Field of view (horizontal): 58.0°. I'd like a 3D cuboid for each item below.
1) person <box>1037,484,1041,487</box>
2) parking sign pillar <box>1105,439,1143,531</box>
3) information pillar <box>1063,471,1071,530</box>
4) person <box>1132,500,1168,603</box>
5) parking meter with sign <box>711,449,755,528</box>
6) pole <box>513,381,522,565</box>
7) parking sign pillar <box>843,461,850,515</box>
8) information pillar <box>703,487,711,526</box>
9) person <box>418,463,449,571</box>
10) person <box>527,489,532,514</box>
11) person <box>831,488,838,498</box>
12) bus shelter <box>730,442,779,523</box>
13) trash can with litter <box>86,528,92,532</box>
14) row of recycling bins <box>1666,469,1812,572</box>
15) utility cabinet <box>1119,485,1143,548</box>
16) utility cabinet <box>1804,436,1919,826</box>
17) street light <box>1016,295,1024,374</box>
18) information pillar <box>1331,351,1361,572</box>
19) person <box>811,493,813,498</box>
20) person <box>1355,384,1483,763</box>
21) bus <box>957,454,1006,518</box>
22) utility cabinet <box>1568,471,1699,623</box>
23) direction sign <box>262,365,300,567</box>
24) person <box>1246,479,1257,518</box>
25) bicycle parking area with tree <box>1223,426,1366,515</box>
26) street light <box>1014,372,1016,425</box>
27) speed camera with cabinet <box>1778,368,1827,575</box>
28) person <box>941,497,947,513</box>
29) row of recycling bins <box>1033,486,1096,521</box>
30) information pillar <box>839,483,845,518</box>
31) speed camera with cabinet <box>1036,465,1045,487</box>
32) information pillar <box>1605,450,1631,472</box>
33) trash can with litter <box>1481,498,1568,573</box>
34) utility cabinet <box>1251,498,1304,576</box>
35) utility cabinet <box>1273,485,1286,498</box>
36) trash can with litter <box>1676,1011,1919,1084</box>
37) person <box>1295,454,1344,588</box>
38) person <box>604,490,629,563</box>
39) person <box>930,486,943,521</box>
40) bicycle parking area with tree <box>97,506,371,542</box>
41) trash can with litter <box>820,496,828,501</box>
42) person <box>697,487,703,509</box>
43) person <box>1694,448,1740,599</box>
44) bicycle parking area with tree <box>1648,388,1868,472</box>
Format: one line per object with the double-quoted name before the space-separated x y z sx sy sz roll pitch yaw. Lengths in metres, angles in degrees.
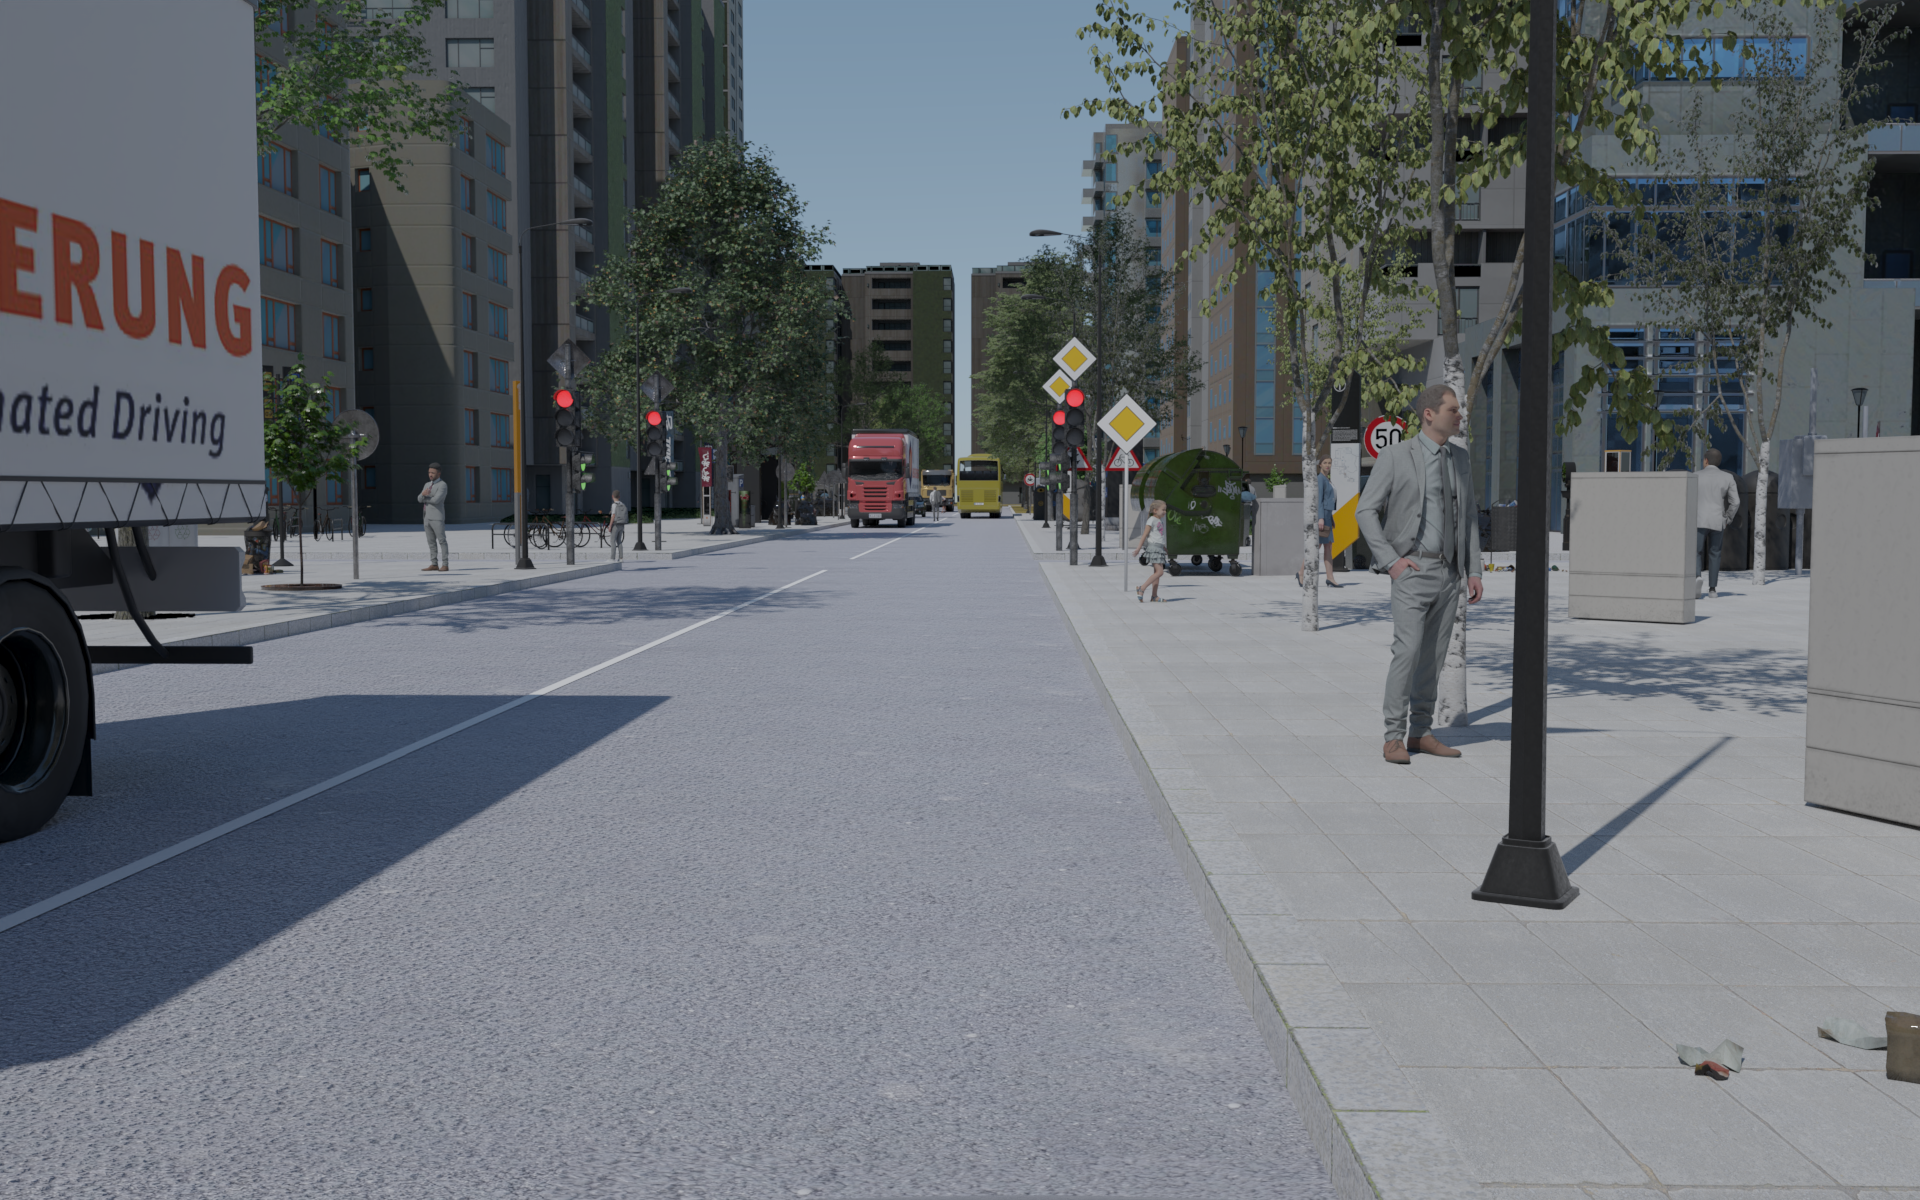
"person" 4.289 -5.291 92.751 0.583 1.804 0.606 0 4 3
"parking sign pillar" 5.771 -4.440 61.061 1.447 3.967 1.447 -1 4 -10
"information pillar" 3.981 -4.355 62.558 0.504 3.616 0.183 2 4 24
"person" 2.293 -0.582 20.579 0.382 1.210 0.505 2 4 27
"parking meter with sign" -8.686 -4.293 66.447 1.738 3.016 0.543 2 4 24
"pole" -7.959 -2.292 31.311 0.158 3.312 0.155 0 3 0
"parking sign pillar" -6.690 -7.359 108.784 1.447 3.967 1.447 3 4 36
"information pillar" -10.061 -3.938 68.880 0.304 2.012 0.304 0 4 -4
"person" -8.760 -1.378 28.746 0.511 1.800 0.466 1 4 20
"person" -21.809 -4.940 86.939 0.853 1.813 0.709 -2 4 -23
"person" -10.345 -8.140 139.860 1.217 1.736 0.721 2 4 30
"bus shelter" -9.165 -5.371 79.098 1.731 3.624 6.357 0 4 2
"trash can with litter" -11.784 -0.680 22.509 0.624 1.170 1.055 0 4 -6
"row of recycling bins" 13.207 -1.360 29.350 3.534 1.692 1.069 -2 4 -23
"utility cabinet" 4.352 -1.957 40.677 1.173 1.500 0.318 1 4 22
"utility cabinet" 3.796 0.129 6.564 0.318 1.500 1.173 -1 4 -18
"street light" 2.115 -4.151 40.406 1.470 5.913 1.316 0 4 1
"information pillar" 6.305 -2.265 28.391 0.504 3.616 0.183 2 4 31
"person" -10.989 -7.554 129.528 1.348 1.826 0.705 0 4 -5
"person" 2.262 -0.141 8.455 0.635 1.810 0.391 -2 4 -31
"bus" 1.291 -6.950 105.179 2.896 3.916 12.252 0 4 2
"utility cabinet" 6.764 -0.535 17.419 1.173 1.500 0.318 3 5 44
"direction sign" -12.050 -2.367 30.695 0.379 3.537 0.876 3 4 38
"person" 10.645 -3.517 63.390 0.661 1.843 0.795 -3 5 -44
"bicycle parking area with tree" 14.599 -5.324 74.047 8.231 4.147 9.016 0 4 7
"street light" 2.714 -5.671 65.264 1.470 5.913 1.316 0 4 1
"speed camera with cabinet" 14.107 -2.023 27.407 2.038 3.252 0.660 0 4 5
"person" -1.368 -7.193 129.301 0.628 1.438 0.799 2 4 27
"row of recycling bins" 5.122 -4.754 84.835 3.534 1.692 1.069 3 4 36
"information pillar" -6.378 -5.447 93.551 0.304 2.012 0.304 0 4 3
"speed camera with cabinet" 5.297 -6.429 99.445 2.038 3.252 0.660 1 4 22
"information pillar" 11.059 -1.509 29.169 0.304 2.012 0.304 -2 4 -34
"trash can with litter" 9.450 -1.075 28.629 2.233 1.210 1.678 1 4 20
"utility cabinet" 5.119 -0.991 27.369 1.020 1.237 0.306 -1 4 -19
"utility cabinet" 7.577 -1.987 41.167 0.318 1.500 1.173 1 4 10
"trash can with litter" 2.684 0.464 3.475 2.233 1.210 1.678 2 4 33
"person" 4.951 -1.083 23.776 0.654 1.822 0.581 3 5 41
"person" -7.139 -1.521 35.966 0.523 1.515 0.503 0 4 -7
"person" -1.240 -5.015 90.598 0.679 1.850 0.850 0 4 -6
"bicycle parking area with tree" -20.908 -3.766 48.571 8.231 4.147 9.016 0 4 1
"trash can with litter" -8.296 -5.523 101.351 2.233 1.210 1.678 0 4 4
"person" -15.382 -5.937 103.539 0.534 1.772 0.576 2 4 35
"person" 9.187 -0.938 21.218 0.661 1.843 0.795 1 4 20
"bicycle parking area with tree" 21.679 -3.683 47.212 8.231 4.147 9.016 2 4 24
